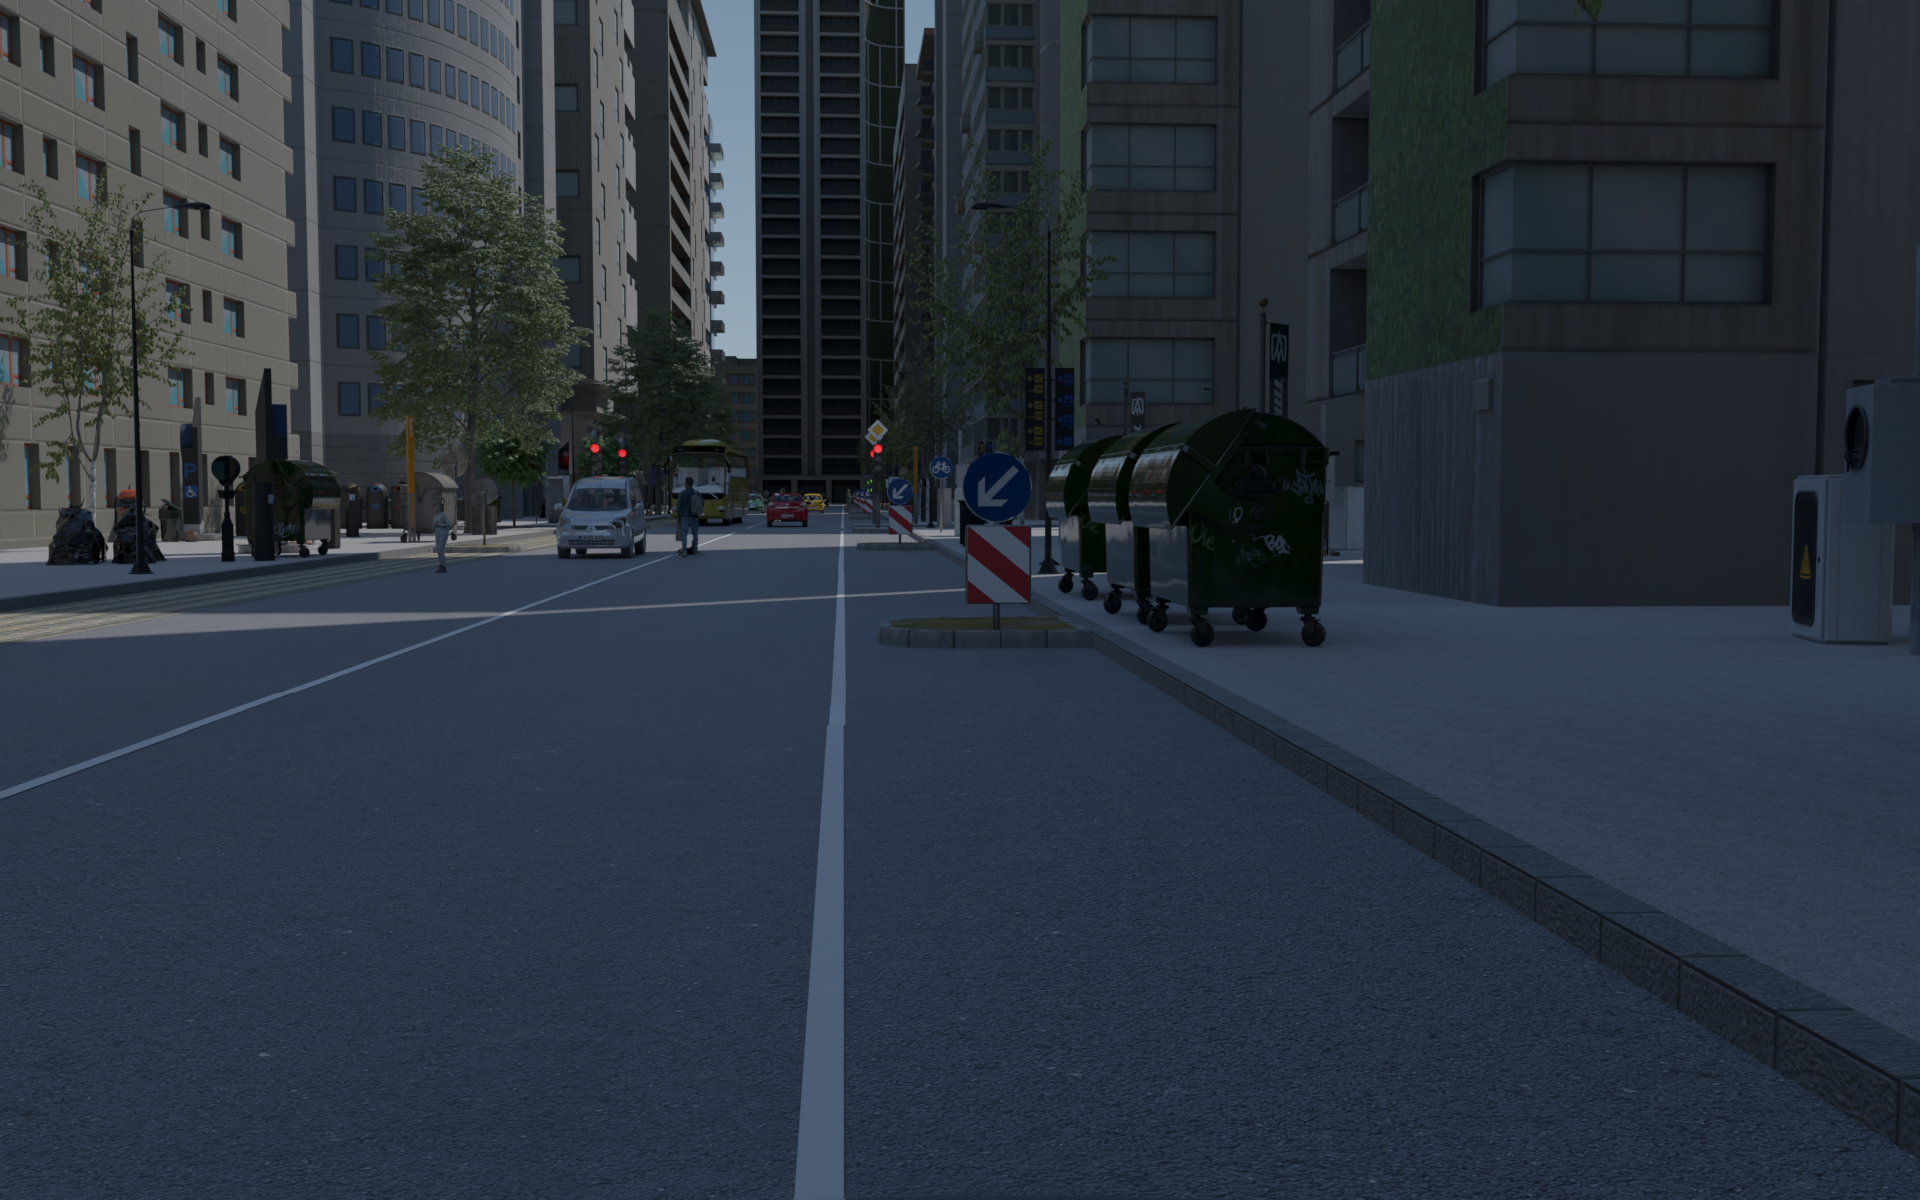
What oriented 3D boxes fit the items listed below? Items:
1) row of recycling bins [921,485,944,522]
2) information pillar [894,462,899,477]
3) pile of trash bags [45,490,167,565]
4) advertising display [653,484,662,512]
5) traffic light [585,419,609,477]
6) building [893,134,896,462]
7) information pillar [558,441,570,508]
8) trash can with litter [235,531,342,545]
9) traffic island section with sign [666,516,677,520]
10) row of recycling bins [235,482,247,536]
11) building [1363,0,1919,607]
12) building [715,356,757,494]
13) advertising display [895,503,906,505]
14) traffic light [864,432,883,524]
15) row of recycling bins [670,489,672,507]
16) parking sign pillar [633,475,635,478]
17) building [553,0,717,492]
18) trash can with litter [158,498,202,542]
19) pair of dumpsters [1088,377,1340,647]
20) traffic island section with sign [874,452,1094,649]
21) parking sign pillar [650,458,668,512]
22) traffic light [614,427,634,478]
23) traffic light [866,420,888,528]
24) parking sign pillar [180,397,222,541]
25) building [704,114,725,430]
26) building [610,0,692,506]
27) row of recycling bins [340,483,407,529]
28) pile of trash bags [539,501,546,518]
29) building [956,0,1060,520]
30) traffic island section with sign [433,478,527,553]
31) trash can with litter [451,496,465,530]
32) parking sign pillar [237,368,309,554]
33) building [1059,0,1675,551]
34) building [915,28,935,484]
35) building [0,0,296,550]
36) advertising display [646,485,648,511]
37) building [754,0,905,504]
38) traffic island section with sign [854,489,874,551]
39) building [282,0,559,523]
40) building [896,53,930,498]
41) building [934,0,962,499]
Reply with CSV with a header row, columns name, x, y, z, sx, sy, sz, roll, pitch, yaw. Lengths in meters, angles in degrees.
name,x,y,z,sx,sy,sz,roll,pitch,yaw
row of recycling bins,-1.288,-4.558,81.637,1.069,1.692,3.534,0,4,6
information pillar,-4.834,-8.436,129.282,0.183,3.616,0.504,0,4,7
pile of trash bags,-16.079,-1.416,32.907,1.912,1.369,3.447,-1,4,-15
advertising display,-19.383,-6.470,111.004,0.123,1.923,0.974,1,4,14
traffic light,-13.553,-4.632,64.652,0.839,4.253,0.868,0,4,-4
building,2.892,-35.918,210.958,21.300,48.544,21.600,0,4,-4
information pillar,-17.564,-5.231,76.875,0.504,3.616,0.183,-2,4,-26
trash can with litter,-17.169,-2.000,43.750,2.233,1.210,1.678,1,4,11
traffic island section with sign,-15.460,-5.425,97.321,1.989,1.847,2.006,0,4,-4
row of recycling bins,-20.593,-2.778,52.530,3.534,1.692,1.069,2,4,27
building,12.649,-20.923,25.680,14.154,41.232,14.086,0,4,-4
building,-42.901,-24.565,246.682,28.899,21.520,27.650,0,4,-4
advertising display,-3.591,-6.149,105.751,0.974,1.923,0.123,2,4,33
traffic light,-3.652,-5.163,73.335,0.839,4.253,0.868,0,4,-4
row of recycling bins,-21.898,-8.067,139.014,3.534,1.692,1.069,-2,4,-24
parking sign pillar,-27.930,-9.678,146.701,1.447,3.967,1.447,-2,4,-24
building,-40.504,-36.195,181.029,28.713,52.752,27.495,0,4,-4
trash can with litter,-20.860,-2.137,46.324,1.055,1.170,0.624,-1,4,-17
pair of dumpsters,2.302,-0.855,16.475,1.574,2.255,4.437,0,4,-4
traffic island section with sign,0.195,-0.514,17.025,1.989,1.847,2.006,0,4,-4
parking sign pillar,-21.657,-8.346,124.925,1.447,3.967,1.447,1,4,13
traffic light,-14.089,-5.119,72.619,0.839,4.253,0.868,0,4,-4
traffic light,-3.116,-4.676,65.368,0.839,4.253,0.868,0,4,-4
parking sign pillar,-21.095,-3.616,47.599,1.447,3.967,1.447,-1,4,-19
building,-43.682,-35.890,206.403,30.456,49.044,23.786,0,4,-4
building,-35.975,-32.612,156.904,21.300,48.544,21.600,0,4,-4
row of recycling bins,-21.224,-3.498,64.311,3.534,1.692,1.069,-1,4,-11
pile of trash bags,-21.525,-5.044,92.229,1.912,1.369,3.447,0,4,0
building,12.319,-24.429,91.295,23.993,40.220,32.217,0,4,-4
traffic island section with sign,-11.796,-2.088,42.769,1.989,1.847,2.006,0,4,-4
trash can with litter,-18.283,-3.098,61.718,2.233,1.210,1.678,0,4,-6
parking sign pillar,-15.020,-3.015,37.768,1.447,3.967,1.447,-2,4,-31
building,9.543,-22.261,47.566,14.154,41.232,14.086,0,4,-4
building,7.072,-31.131,163.614,22.147,44.769,28.867,0,4,-4
building,-37.005,-12.318,46.447,28.899,21.520,27.650,0,4,-4
advertising display,-21.492,-6.948,118.819,0.123,1.923,0.974,-1,4,-10
building,-17.960,-49.233,243.217,20.611,71.187,20.563,0,4,-4
traffic island section with sign,-1.679,-2.213,44.807,1.989,1.847,2.006,0,4,-4
building,-33.275,-33.302,86.487,21.231,58.520,28.212,0,4,-4
building,4.299,-34.548,188.556,21.300,48.544,21.600,0,4,-4
building,8.678,-35.490,122.265,21.231,58.520,28.212,0,4,-4
